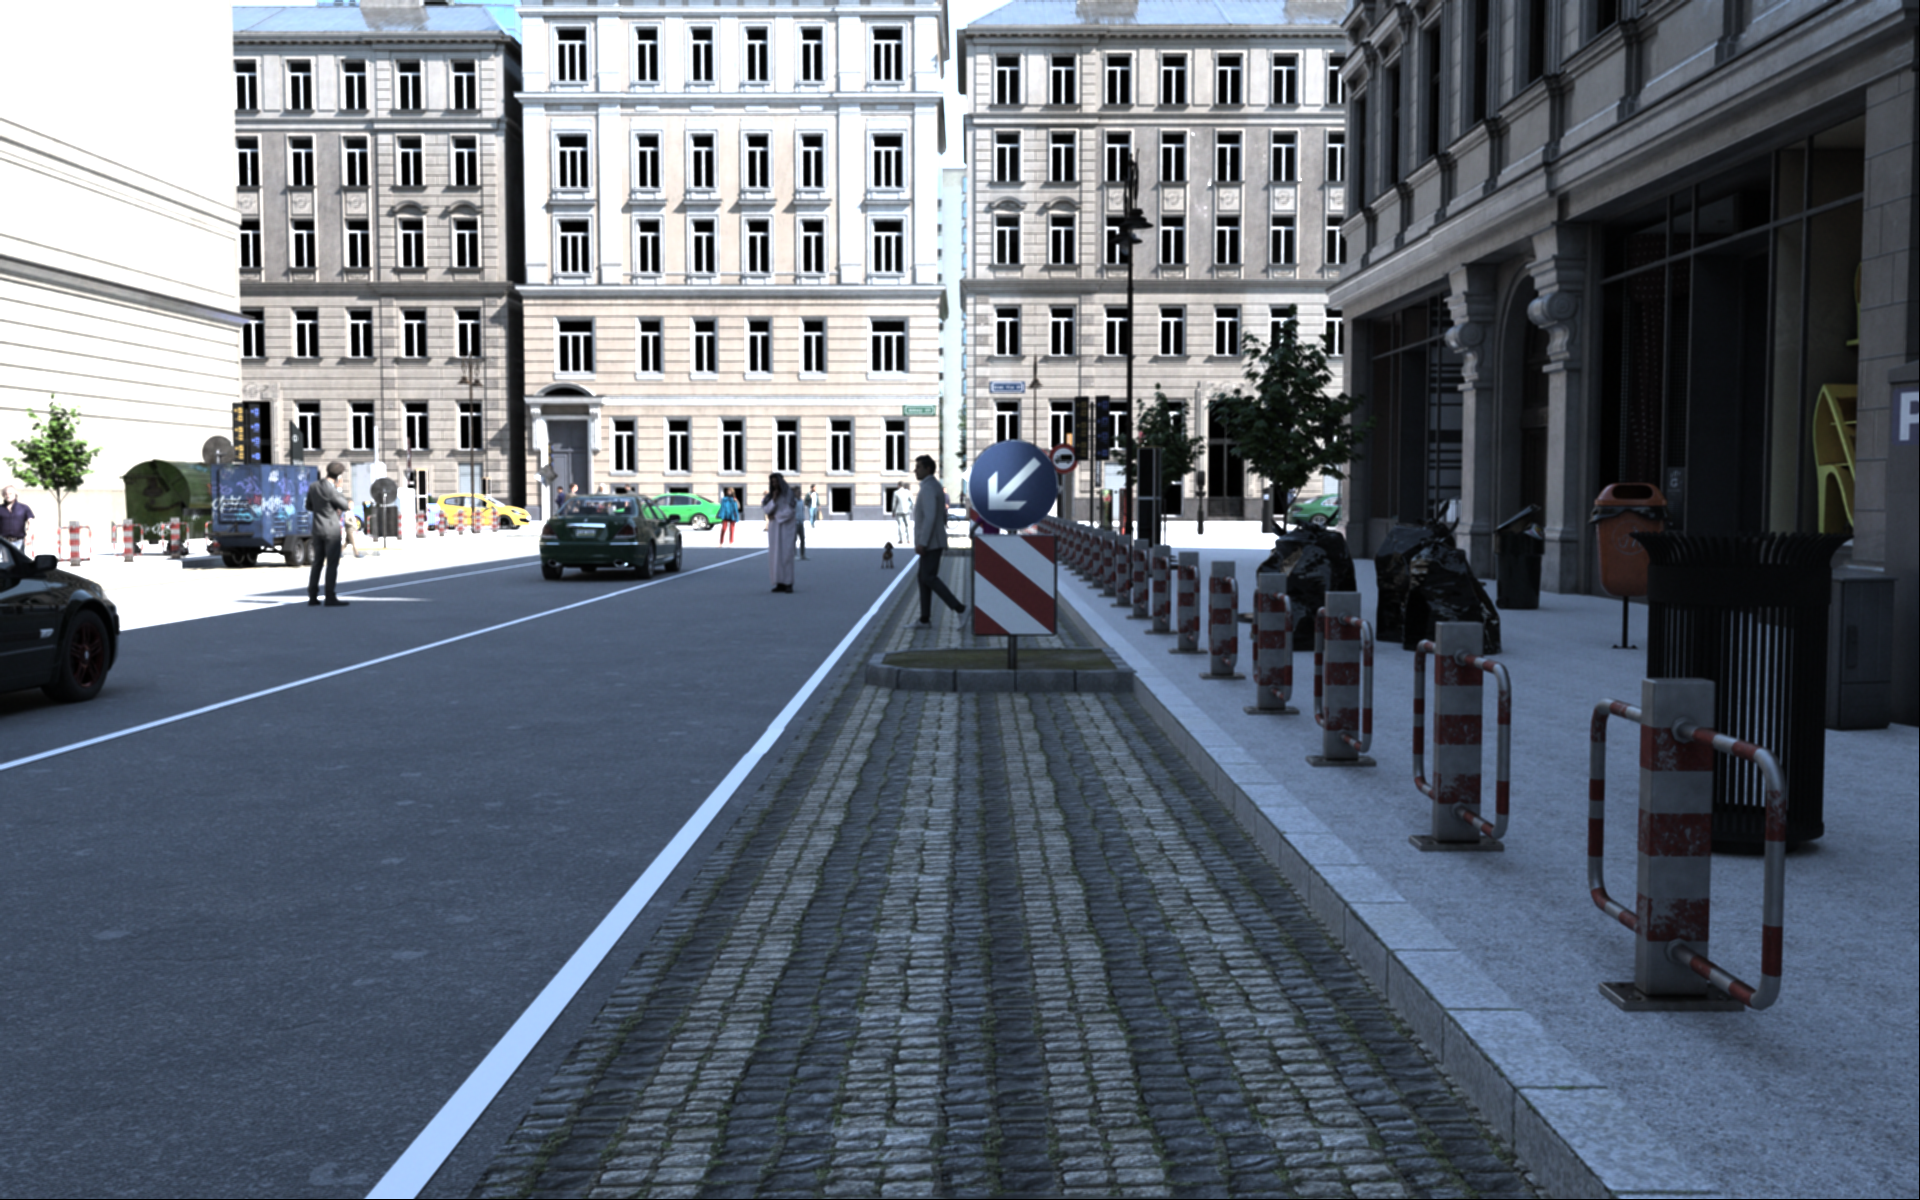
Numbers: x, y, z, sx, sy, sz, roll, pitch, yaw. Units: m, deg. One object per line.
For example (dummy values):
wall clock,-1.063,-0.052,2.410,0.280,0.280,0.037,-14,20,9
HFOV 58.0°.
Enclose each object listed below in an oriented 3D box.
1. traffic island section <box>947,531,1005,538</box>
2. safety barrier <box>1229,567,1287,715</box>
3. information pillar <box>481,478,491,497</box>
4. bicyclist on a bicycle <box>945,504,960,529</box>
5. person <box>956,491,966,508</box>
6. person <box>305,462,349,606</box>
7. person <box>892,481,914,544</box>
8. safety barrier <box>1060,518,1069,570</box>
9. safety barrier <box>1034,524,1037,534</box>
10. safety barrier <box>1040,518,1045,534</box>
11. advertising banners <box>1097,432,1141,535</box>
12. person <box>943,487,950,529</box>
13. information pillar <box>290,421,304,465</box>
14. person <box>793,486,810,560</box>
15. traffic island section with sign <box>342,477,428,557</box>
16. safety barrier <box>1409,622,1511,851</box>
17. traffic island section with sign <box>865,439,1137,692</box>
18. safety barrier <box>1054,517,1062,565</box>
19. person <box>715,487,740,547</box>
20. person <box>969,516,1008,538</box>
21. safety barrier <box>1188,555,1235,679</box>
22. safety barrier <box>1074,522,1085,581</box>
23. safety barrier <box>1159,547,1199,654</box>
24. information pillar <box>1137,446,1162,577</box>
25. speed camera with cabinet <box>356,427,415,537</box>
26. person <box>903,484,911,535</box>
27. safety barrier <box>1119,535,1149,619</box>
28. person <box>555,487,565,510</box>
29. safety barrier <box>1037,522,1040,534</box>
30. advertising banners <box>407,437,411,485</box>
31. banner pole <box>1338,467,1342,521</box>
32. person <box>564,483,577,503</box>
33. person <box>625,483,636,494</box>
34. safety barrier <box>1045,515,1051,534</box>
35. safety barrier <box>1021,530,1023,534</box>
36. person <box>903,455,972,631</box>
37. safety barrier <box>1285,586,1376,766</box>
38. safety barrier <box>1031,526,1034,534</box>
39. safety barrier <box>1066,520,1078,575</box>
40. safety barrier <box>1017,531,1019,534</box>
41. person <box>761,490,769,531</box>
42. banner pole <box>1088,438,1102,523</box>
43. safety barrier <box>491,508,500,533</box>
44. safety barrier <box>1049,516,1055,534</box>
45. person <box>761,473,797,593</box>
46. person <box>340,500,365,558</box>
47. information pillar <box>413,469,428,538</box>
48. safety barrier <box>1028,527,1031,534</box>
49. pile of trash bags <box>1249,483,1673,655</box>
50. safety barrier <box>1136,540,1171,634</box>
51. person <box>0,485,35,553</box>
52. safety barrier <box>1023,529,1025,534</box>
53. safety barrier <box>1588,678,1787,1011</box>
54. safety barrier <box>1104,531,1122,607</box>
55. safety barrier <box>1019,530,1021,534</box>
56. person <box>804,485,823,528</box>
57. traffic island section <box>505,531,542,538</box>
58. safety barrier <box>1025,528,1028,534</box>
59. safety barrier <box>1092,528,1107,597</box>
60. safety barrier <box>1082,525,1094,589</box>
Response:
traffic island section,0.480,-2.167,57.715,2.009,0.180,2.903,0,4,0
safety barrier,1.825,0.253,10.134,0.300,0.817,1.120,0,4,0
information pillar,-21.622,-4.559,79.032,0.304,2.012,0.304,1,4,17
bicyclist on a bicycle,-0.816,-3.705,70.600,1.625,1.676,1.499,0,3,0
person,0.149,-10.503,180.910,1.217,1.739,0.721,2,4,33
person,-8.110,-0.854,22.262,0.655,1.846,0.447,2,4,28
person,-1.657,-2.535,50.051,0.635,1.810,0.391,-1,4,-23
safety barrier,1.915,-0.922,29.345,0.300,0.817,1.120,0,4,0
safety barrier,1.971,-1.627,40.879,0.300,0.817,1.120,0,4,0
safety barrier,1.950,-1.392,37.029,0.300,0.817,1.120,0,4,0
advertising banners,4.562,-3.156,47.792,2.074,3.025,0.090,-3,4,-39
person,-0.693,-3.808,71.682,0.541,1.710,0.530,0,4,2
information pillar,-21.220,-3.920,55.446,0.183,3.616,0.504,2,4,26
person,-3.536,-1.670,37.618,0.589,1.601,0.330,-3,5,-43
traffic island section with sign,-13.568,-1.943,40.399,1.989,1.847,2.006,0,4,0
safety barrier,1.803,0.489,6.275,0.300,0.817,1.120,0,4,0
traffic island section with sign,0.285,-0.290,13.368,1.989,1.847,2.006,0,4,0
safety barrier,1.921,-1.039,31.262,0.300,0.817,1.120,0,4,0
person,-6.260,-2.235,46.741,0.593,1.614,0.444,2,4,23
person,0.373,-0.599,21.521,0.726,1.434,0.776,0,4,-4
safety barrier,1.828,0.136,12.052,0.300,0.817,1.120,0,4,0
safety barrier,1.897,-0.687,25.510,0.300,0.817,1.120,0,4,0
safety barrier,1.841,0.019,13.969,0.300,0.817,1.120,0,4,0
information pillar,2.919,-1.361,26.751,0.304,2.012,0.304,2,4,25
speed camera with cabinet,-17.079,-3.497,51.509,0.660,3.252,2.038,1,4,18
person,-1.889,-3.186,60.858,0.793,1.790,0.793,-1,4,-16
safety barrier,1.861,-0.216,17.815,0.300,0.817,1.120,0,4,0
person,-16.402,-3.782,71.046,0.504,1.737,0.576,0,4,5
safety barrier,1.963,-1.509,38.950,0.300,0.817,1.120,0,4,0
advertising banners,-17.300,-3.534,53.961,0.090,3.025,2.074,-2,4,-27
banner pole,12.450,-4.060,56.403,0.401,3.779,0.863,2,4,34
person,-11.552,-2.650,52.365,0.750,1.759,0.617,-2,4,-29
person,-11.189,-3.058,58.628,0.434,1.807,0.598,2,4,34
safety barrier,1.941,-1.274,35.112,0.300,0.817,1.120,0,4,0
safety barrier,2.020,-2.214,50.478,0.300,0.817,1.120,0,4,0
person,-0.230,-0.602,18.184,0.795,1.843,0.661,1,4,11
safety barrier,1.810,0.371,8.213,0.300,0.817,1.120,0,4,0
safety barrier,1.982,-1.744,42.796,0.300,0.817,1.120,0,4,0
safety barrier,1.906,-0.804,27.427,0.300,0.817,1.120,0,4,0
safety barrier,2.036,-2.450,54.328,0.300,0.817,1.120,0,4,0
person,-7.466,-3.431,66.662,0.319,1.574,0.516,1,4,19
banner pole,6.099,-5.365,77.743,0.401,3.779,0.863,-2,4,-33
safety barrier,-15.387,-2.630,57.274,0.300,0.817,1.120,0,4,0
safety barrier,1.933,-1.157,33.196,0.300,0.817,1.120,0,4,0
person,-2.638,-0.987,25.308,0.551,1.740,0.621,0,4,2
person,-13.608,-1.580,38.607,0.640,1.303,0.475,-1,4,-19
information pillar,-15.890,-2.847,51.048,0.304,2.012,0.304,-3,4,-36
safety barrier,1.987,-1.862,44.715,0.300,0.817,1.120,0,4,0
pile of trash bags,4.125,-0.295,14.569,3.447,1.369,1.912,1,4,17
safety barrier,1.851,-0.099,15.898,0.300,0.817,1.120,0,4,0
person,-13.077,-0.817,24.063,0.569,1.553,0.471,1,4,17
safety barrier,2.005,-2.097,48.560,0.300,0.817,1.120,0,4,0
safety barrier,1.795,0.607,4.353,0.300,0.817,1.120,0,4,0
safety barrier,1.869,-0.334,19.736,0.300,0.817,1.120,0,4,0
safety barrier,2.027,-2.331,52.395,0.300,0.817,1.120,0,4,0
person,-6.035,-3.861,71.610,0.794,1.824,0.713,-1,4,-18
traffic island section,-13.811,-2.172,57.788,2.009,0.180,2.903,0,4,0
safety barrier,1.997,-1.980,46.643,0.300,0.817,1.120,0,4,0
safety barrier,1.879,-0.452,21.660,0.300,0.817,1.120,0,4,0
safety barrier,1.886,-0.569,23.577,0.300,0.817,1.120,0,4,0
